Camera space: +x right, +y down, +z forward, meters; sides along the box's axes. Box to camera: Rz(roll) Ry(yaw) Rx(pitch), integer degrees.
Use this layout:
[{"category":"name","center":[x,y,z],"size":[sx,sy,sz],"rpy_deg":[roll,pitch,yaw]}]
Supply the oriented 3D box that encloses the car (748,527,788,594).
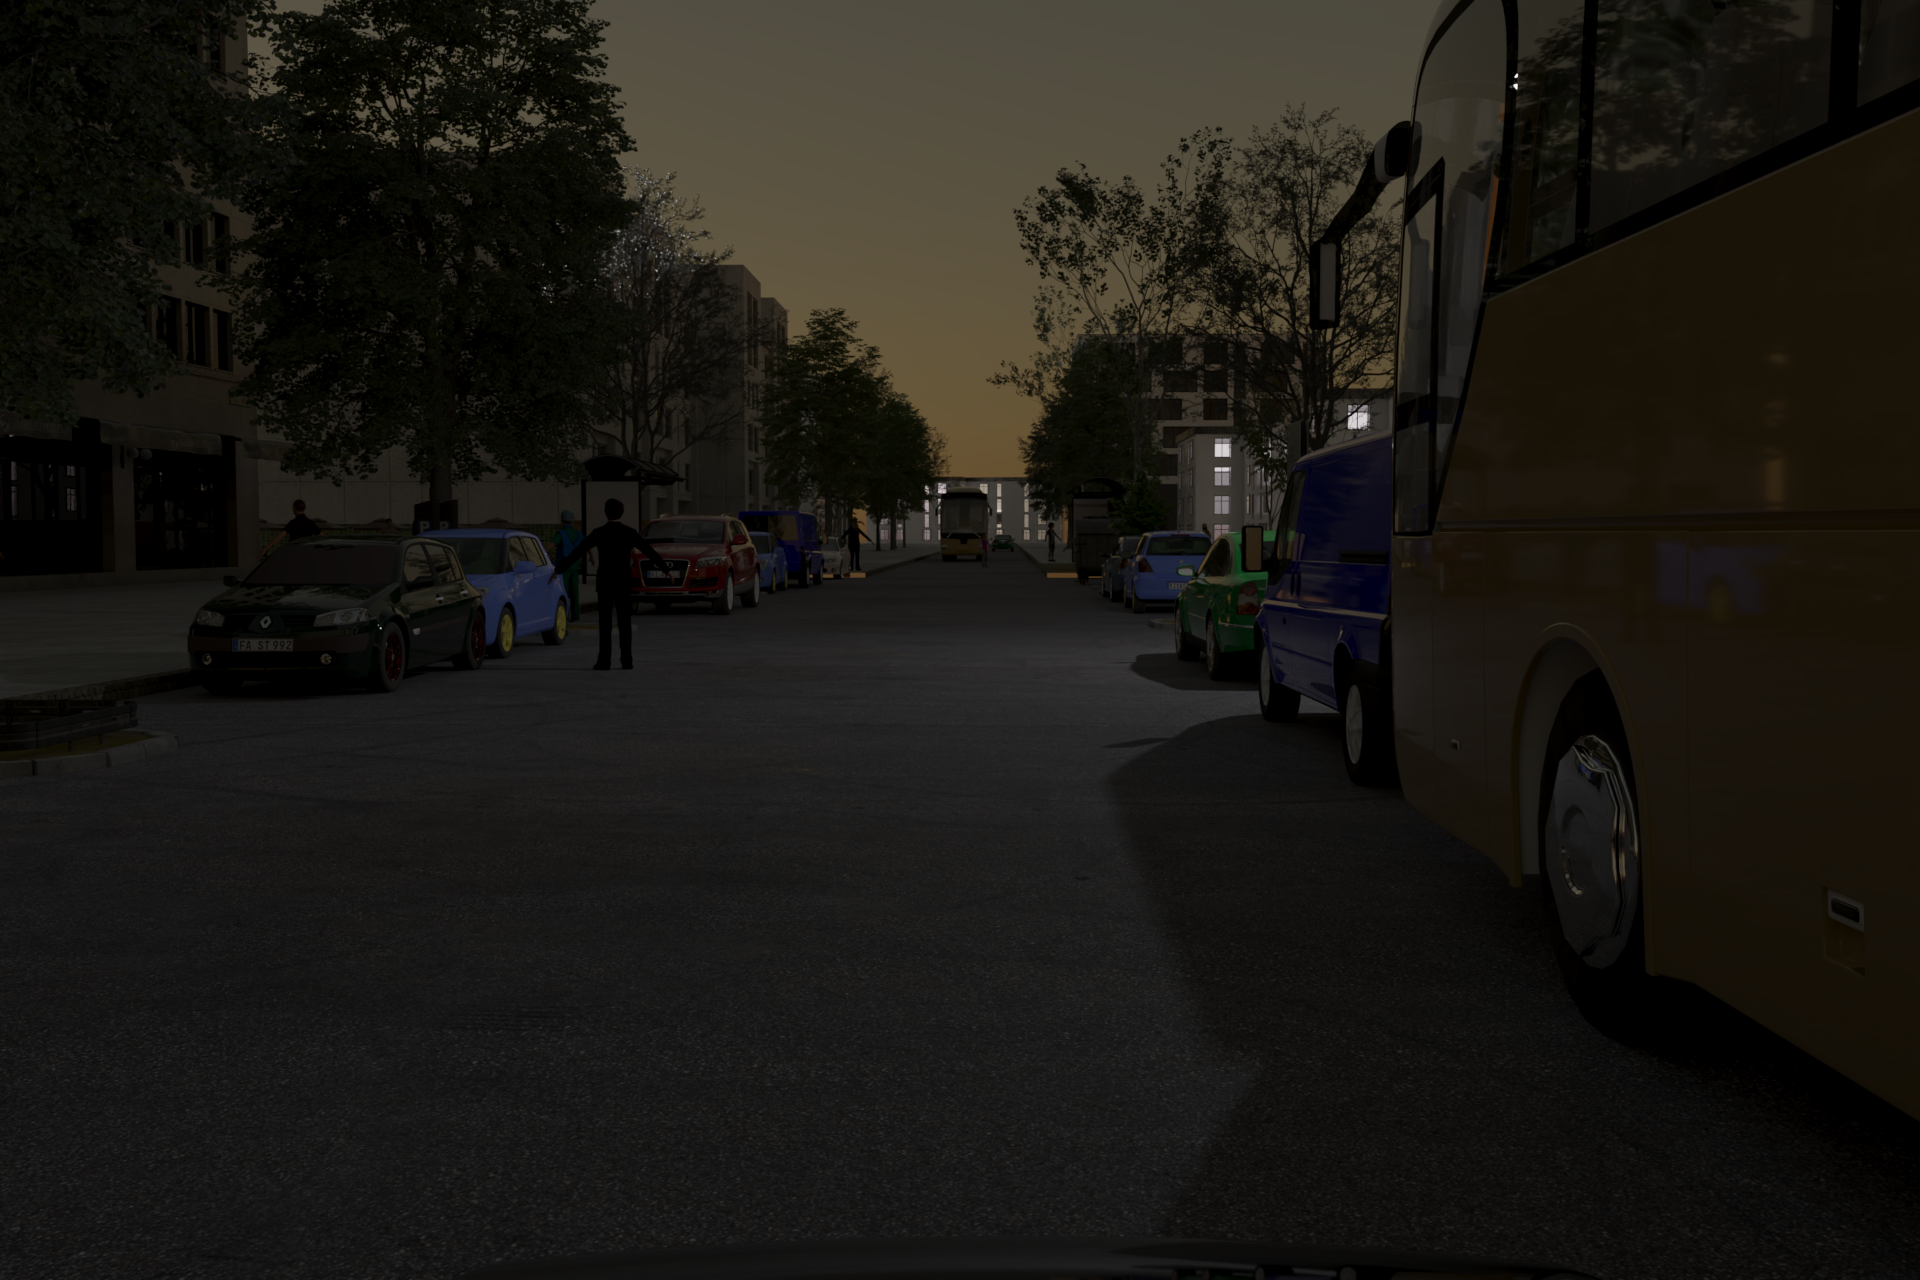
[{"category":"car","center":[-5.252,-2.021,42.639],"size":[1.945,1.707,3.694],"rpy_deg":[0,4,1]}]

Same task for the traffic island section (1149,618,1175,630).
[{"category":"traffic island section","center":[3.944,-0.238,26.759],"size":[1.991,0.108,1.994],"rpy_deg":[0,4,1]}]

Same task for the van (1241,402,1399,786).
[{"category":"van","center":[3.210,-0.435,11.493],"size":[2.240,2.365,5.245],"rpy_deg":[0,4,1]}]

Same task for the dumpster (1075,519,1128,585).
[{"category":"dumpster","center":[4.168,-2.507,49.200],"size":[1.865,1.857,1.264],"rpy_deg":[0,4,1]}]

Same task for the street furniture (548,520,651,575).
[{"category":"street furniture","center":[-11.781,-3.078,57.176],"size":[9.812,1.723,11.010],"rpy_deg":[0,4,-1]}]

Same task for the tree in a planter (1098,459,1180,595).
[{"category":"tree in a planter","center":[4.302,-2.692,41.237],"size":[1.991,3.239,1.994],"rpy_deg":[0,4,2]}]

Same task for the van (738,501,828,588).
[{"category":"van","center":[-4.888,-2.634,47.453],"size":[2.240,2.365,5.245],"rpy_deg":[0,4,2]}]

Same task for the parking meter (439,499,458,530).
[{"category":"parking meter","center":[-8.672,-1.436,29.197],"size":[0.399,1.863,0.255],"rpy_deg":[0,4,1]}]

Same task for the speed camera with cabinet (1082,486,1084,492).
[{"category":"speed camera with cabinet","center":[5.213,-4.637,70.152],"size":[0.660,3.252,2.038],"rpy_deg":[0,4,0]}]

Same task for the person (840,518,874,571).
[{"category":"person","center":[-3.658,-3.332,60.414],"size":[1.347,1.837,0.705],"rpy_deg":[-2,4,-28]}]

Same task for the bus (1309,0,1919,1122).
[{"category":"bus","center":[2.988,-0.619,1.675],"size":[2.896,3.916,12.252],"rpy_deg":[0,3,0]}]

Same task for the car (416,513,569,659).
[{"category":"car","center":[-6.000,-0.701,21.054],"size":[1.945,1.707,3.694],"rpy_deg":[0,4,2]}]

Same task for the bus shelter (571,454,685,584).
[{"category":"bus shelter","center":[-8.881,-3.231,46.743],"size":[2.014,3.302,5.546],"rpy_deg":[0,4,1]}]

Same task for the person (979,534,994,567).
[{"category":"person","center":[1.108,-3.829,74.320],"size":[0.599,1.433,0.991],"rpy_deg":[3,5,40]}]

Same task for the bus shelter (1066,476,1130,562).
[{"category":"bus shelter","center":[4.995,-4.255,63.493],"size":[2.014,3.302,5.546],"rpy_deg":[0,4,1]}]

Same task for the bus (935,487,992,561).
[{"category":"bus","center":[0.307,-6.261,93.916],"size":[2.896,3.916,12.252],"rpy_deg":[0,4,1]}]

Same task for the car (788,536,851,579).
[{"category":"car","center":[-4.621,-2.700,56.499],"size":[2.083,1.381,4.827],"rpy_deg":[0,4,2]}]

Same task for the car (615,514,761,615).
[{"category":"car","center":[-5.010,-1.448,32.350],"size":[2.281,1.827,5.304],"rpy_deg":[0,4,2]}]

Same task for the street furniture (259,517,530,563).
[{"category":"street furniture","center":[-32.175,-3.906,68.897],"size":[27.439,1.986,14.083],"rpy_deg":[1,4,10]}]

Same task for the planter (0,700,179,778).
[{"category":"planter","center":[-6.208,0.616,11.071],"size":[1.991,0.319,1.994],"rpy_deg":[0,4,1]}]

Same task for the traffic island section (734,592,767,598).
[{"category":"traffic island section","center":[-5.475,-1.033,39.752],"size":[1.991,0.108,1.994],"rpy_deg":[0,4,1]}]

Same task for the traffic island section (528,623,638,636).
[{"category":"traffic island section","center":[-5.787,-0.146,25.248],"size":[1.991,0.108,1.994],"rpy_deg":[0,4,2]}]

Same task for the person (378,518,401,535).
[{"category":"person","center":[-16.539,-2.656,50.229],"size":[1.217,1.737,0.721],"rpy_deg":[-2,4,-24]}]

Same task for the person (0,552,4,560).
[{"category":"person","center":[-14.681,-1.183,25.405],"size":[0.705,1.821,1.348],"rpy_deg":[1,4,21]}]

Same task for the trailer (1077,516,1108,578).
[{"category":"trailer","center":[4.532,-3.042,56.788],"size":[1.471,1.999,3.904],"rpy_deg":[0,4,1]}]

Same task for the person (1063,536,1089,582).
[{"category":"person","center":[3.645,-2.643,51.529],"size":[1.347,1.847,0.705],"rpy_deg":[-3,4,-36]}]

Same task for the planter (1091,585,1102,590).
[{"category":"planter","center":[4.398,-1.438,44.646],"size":[1.991,0.319,1.994],"rpy_deg":[0,4,2]}]

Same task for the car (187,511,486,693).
[{"category":"car","center":[-5.948,-0.435,16.900],"size":[2.009,1.686,4.222],"rpy_deg":[0,4,1]}]

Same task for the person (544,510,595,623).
[{"category":"person","center":[-6.359,-1.186,27.973],"size":[0.704,1.817,1.347],"rpy_deg":[2,4,34]}]

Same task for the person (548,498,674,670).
[{"category":"person","center":[-3.663,-0.592,18.316],"size":[1.347,1.806,0.705],"rpy_deg":[-2,4,-24]}]

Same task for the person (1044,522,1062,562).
[{"category":"person","center":[4.277,-4.545,80.457],"size":[0.704,1.843,1.345],"rpy_deg":[3,4,38]}]

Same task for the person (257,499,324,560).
[{"category":"person","center":[-9.963,-1.217,26.120],"size":[0.705,1.803,1.348],"rpy_deg":[2,4,31]}]

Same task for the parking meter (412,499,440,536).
[{"category":"parking meter","center":[-8.850,-1.409,28.748],"size":[0.399,1.863,0.255],"rpy_deg":[0,4,2]}]

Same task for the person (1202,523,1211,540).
[{"category":"person","center":[12.948,-5.264,91.837],"size":[0.705,1.858,1.354],"rpy_deg":[3,5,42]}]
